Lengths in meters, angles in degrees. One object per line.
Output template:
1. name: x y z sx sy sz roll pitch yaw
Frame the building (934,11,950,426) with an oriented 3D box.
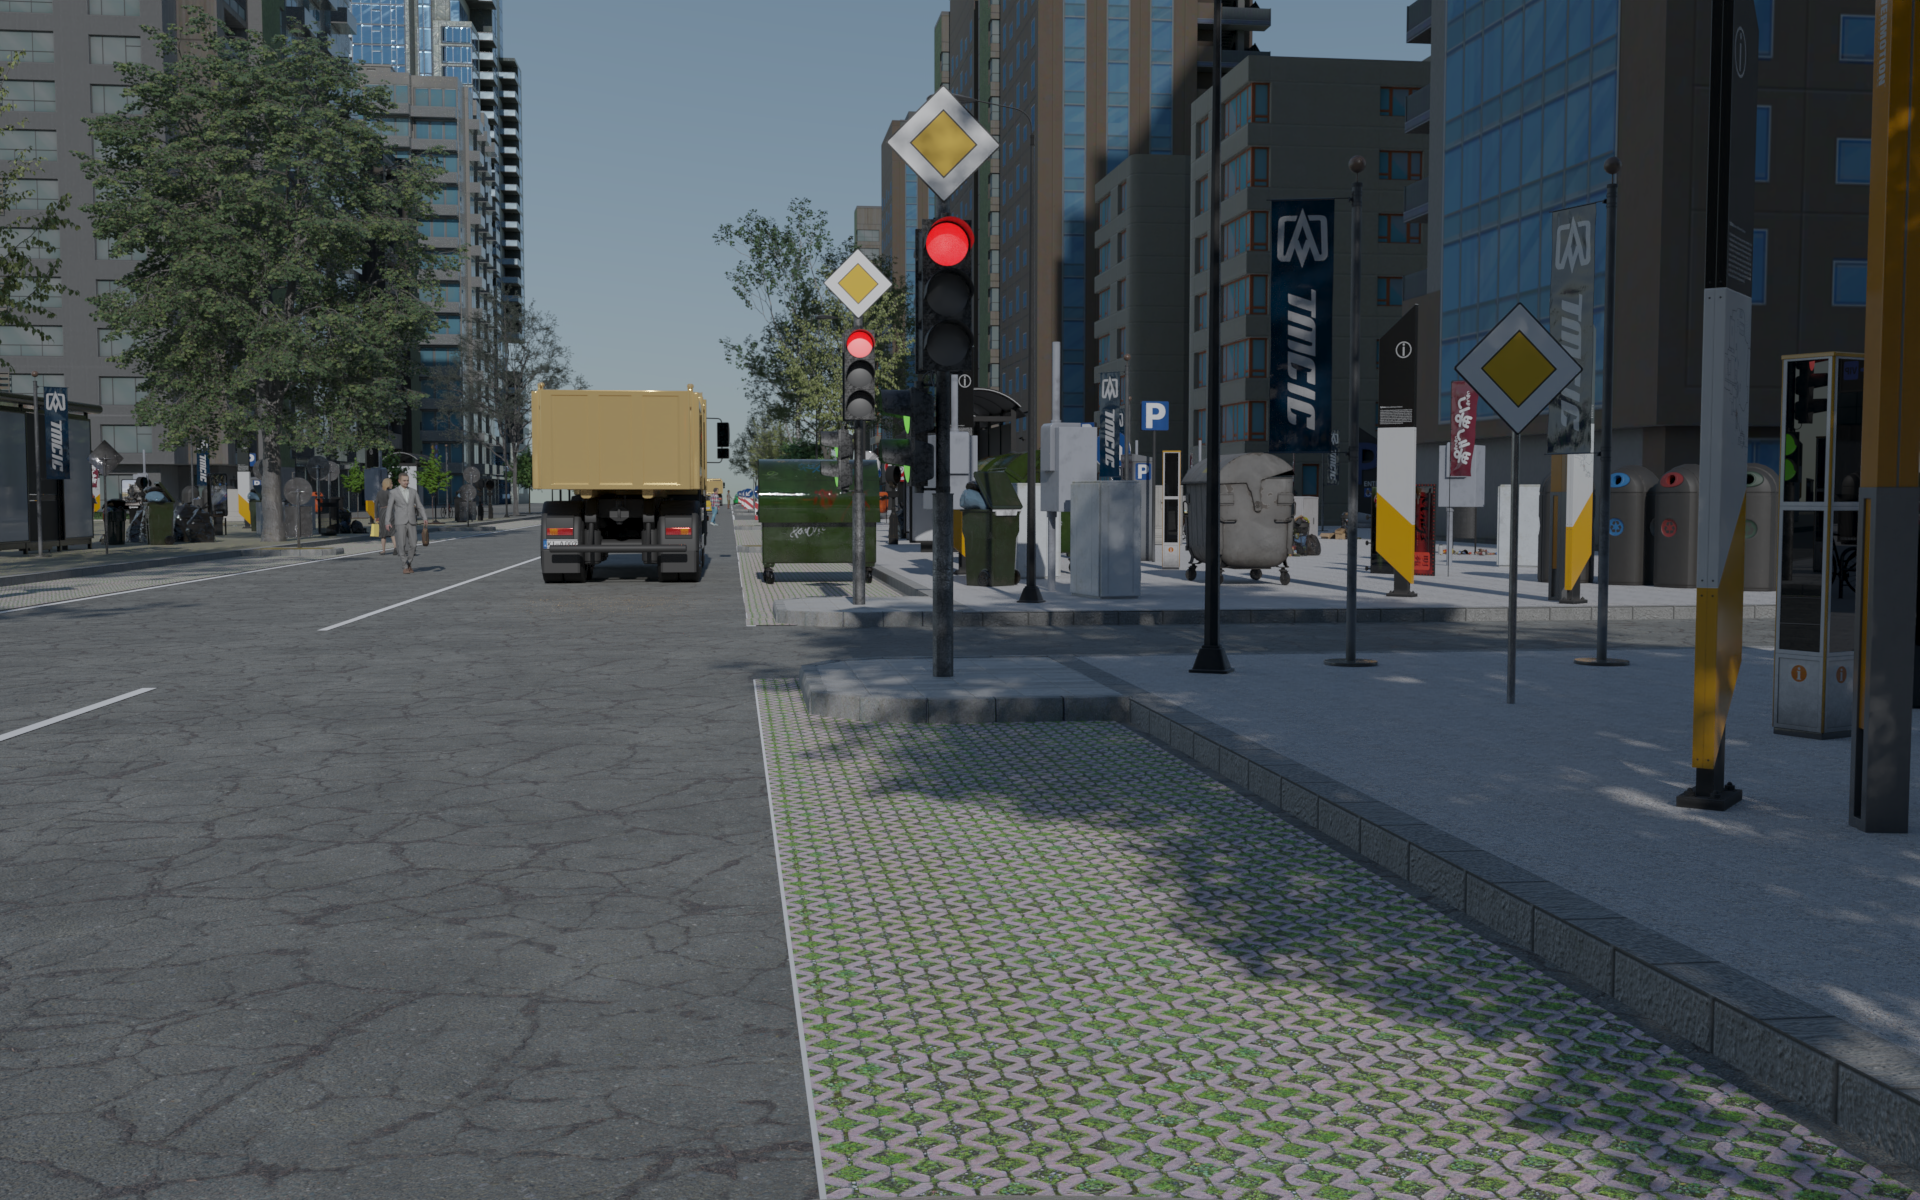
1. building: 4.532 -28.635 151.777 14.154 41.232 14.086 0 4 -8

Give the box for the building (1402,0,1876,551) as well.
1. building: 20.432 -23.976 42.114 14.200 45.320 14.600 0 4 -8

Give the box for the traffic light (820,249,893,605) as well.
1. traffic light: -1.192 -1.901 20.001 0.839 4.253 0.868 0 4 -8

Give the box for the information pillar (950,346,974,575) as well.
1. information pillar: -0.005 -2.209 27.467 0.504 3.616 0.183 -1 4 -14

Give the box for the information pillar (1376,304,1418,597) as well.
1. information pillar: 5.457 -1.849 21.591 0.504 3.616 0.183 3 4 36

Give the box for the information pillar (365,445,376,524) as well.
1. information pillar: -25.055 -5.026 73.536 0.183 3.616 0.504 1 4 17

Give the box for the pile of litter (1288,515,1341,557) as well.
1. pile of litter: 6.821 -1.348 36.006 1.719 0.858 1.176 -2 4 -32

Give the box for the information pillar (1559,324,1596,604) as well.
1. information pillar: 7.256 -1.768 20.266 0.504 3.616 0.183 -3 5 -43

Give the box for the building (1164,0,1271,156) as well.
1. building: 10.446 -28.060 108.894 14.600 45.320 14.200 0 4 -8

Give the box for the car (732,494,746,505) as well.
1. car: -27.194 -12.584 214.540 1.959 1.807 4.718 -1 4 -9

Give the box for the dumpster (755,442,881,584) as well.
1. dumpster: -2.288 -1.401 27.853 1.985 2.255 1.502 0 4 -7

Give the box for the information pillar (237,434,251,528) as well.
1. information pillar: -26.661 -4.476 64.533 0.504 3.616 0.183 1 4 11

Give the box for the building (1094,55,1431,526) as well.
1. building: 23.150 -14.656 84.660 27.650 21.520 28.899 0 4 -8

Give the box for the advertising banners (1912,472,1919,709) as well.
1. advertising banners: 6.289 -0.851 10.108 2.074 3.025 0.090 1 4 15

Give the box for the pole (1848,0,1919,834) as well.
1. pole: 3.512 -0.776 6.526 0.158 3.312 0.155 0 3 0

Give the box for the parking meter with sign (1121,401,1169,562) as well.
1. parking meter with sign: 3.423 -2.269 33.353 0.543 3.016 1.738 -1 4 -16

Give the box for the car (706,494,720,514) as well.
1. car: -18.268 -6.999 124.652 2.015 1.641 3.980 0 4 -7

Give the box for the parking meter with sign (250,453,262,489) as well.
1. parking meter with sign: -29.991 -4.731 73.620 0.543 3.016 1.738 -3 4 -36

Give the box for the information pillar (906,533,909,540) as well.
1. information pillar: -1.306 -2.673 48.188 0.304 2.012 0.304 1 4 18

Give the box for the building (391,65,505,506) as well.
1. building: -65.568 -35.517 200.313 23.786 49.044 30.456 0 4 -8

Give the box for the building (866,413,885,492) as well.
1. building: 1.453 -23.442 228.308 27.650 21.520 28.899 0 4 -8

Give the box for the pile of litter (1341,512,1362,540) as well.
1. pile of litter: 10.847 -2.167 49.395 1.176 0.858 1.719 1 4 10

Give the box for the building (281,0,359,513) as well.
1. building: -54.138 -30.488 118.092 23.786 49.044 30.456 0 4 -8

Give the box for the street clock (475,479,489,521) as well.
1. street clock: -23.044 -4.807 83.166 0.358 2.002 0.471 2 4 30

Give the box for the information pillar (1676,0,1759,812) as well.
1. information pillar: 3.157 -0.965 7.141 0.183 3.616 0.504 3 4 36

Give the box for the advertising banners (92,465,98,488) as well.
1. advertising banners: -37.219 -4.716 73.287 2.074 3.025 0.090 1 4 19

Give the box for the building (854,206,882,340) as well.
1. building: -8.195 -34.524 248.067 14.154 41.232 14.086 0 4 -8

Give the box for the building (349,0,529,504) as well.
1. building: -68.789 -56.086 229.682 22.319 86.520 31.000 0 4 -8

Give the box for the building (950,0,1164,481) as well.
1. building: 6.944 -29.792 137.213 14.600 45.320 14.200 0 4 -8

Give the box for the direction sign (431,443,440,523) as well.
1. direction sign: -23.160 -5.163 76.414 0.379 3.537 0.876 -2 4 -35

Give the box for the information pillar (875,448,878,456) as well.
1. information pillar: -4.270 -5.870 87.336 0.183 3.616 0.504 -2 4 -24

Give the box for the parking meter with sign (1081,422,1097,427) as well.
1. parking meter with sign: 2.460 -2.785 41.803 1.738 3.016 0.543 -3 4 -36

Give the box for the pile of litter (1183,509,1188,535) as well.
1. pile of litter: 7.226 -2.467 54.294 1.176 0.858 1.719 -1 4 -20

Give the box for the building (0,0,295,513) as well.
1. building: -46.634 -25.279 96.901 14.154 41.232 14.086 0 4 -8

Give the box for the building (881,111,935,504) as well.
1. building: -1.731 -33.878 204.012 14.600 45.320 14.200 0 4 -8

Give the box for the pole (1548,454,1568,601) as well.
1. pole: 7.209 -1.648 20.793 0.158 3.312 0.155 0 3 0

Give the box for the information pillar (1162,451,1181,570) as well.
1. information pillar: 3.601 -1.530 29.508 0.304 2.012 0.304 0 4 8

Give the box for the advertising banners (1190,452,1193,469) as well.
1. advertising banners: 9.770 -4.626 71.828 0.090 3.025 2.074 0 4 -5

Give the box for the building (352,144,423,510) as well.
1. building: -52.677 -22.638 141.834 14.160 30.474 14.107 0 4 -8

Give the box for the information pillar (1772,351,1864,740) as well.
1. information pillar: 4.544 -0.285 9.153 0.304 2.012 0.304 -2 4 -30

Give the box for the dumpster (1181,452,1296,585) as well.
1. dumpster: 4.013 -1.173 24.941 1.264 1.857 1.865 0 4 -7

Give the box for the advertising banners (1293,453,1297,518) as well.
1. advertising banners: 12.481 -4.183 64.581 0.090 3.025 2.074 1 4 15

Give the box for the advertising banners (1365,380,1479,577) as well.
1. advertising banners: 7.244 -1.895 27.177 0.090 3.025 2.074 -3 5 -39

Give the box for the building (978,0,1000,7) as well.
1. building: 8.088 -26.890 123.250 14.154 41.232 14.086 0 4 -8

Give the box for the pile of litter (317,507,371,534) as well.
1. pile of litter: -20.042 -2.583 56.202 1.719 0.858 1.176 -1 4 -13

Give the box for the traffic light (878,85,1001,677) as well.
1. traffic light: -0.138 -1.417 12.086 0.839 4.253 0.868 0 4 -8

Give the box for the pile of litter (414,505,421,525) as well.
1. pile of litter: -22.968 -3.543 71.886 1.176 0.858 1.719 -1 4 -13
